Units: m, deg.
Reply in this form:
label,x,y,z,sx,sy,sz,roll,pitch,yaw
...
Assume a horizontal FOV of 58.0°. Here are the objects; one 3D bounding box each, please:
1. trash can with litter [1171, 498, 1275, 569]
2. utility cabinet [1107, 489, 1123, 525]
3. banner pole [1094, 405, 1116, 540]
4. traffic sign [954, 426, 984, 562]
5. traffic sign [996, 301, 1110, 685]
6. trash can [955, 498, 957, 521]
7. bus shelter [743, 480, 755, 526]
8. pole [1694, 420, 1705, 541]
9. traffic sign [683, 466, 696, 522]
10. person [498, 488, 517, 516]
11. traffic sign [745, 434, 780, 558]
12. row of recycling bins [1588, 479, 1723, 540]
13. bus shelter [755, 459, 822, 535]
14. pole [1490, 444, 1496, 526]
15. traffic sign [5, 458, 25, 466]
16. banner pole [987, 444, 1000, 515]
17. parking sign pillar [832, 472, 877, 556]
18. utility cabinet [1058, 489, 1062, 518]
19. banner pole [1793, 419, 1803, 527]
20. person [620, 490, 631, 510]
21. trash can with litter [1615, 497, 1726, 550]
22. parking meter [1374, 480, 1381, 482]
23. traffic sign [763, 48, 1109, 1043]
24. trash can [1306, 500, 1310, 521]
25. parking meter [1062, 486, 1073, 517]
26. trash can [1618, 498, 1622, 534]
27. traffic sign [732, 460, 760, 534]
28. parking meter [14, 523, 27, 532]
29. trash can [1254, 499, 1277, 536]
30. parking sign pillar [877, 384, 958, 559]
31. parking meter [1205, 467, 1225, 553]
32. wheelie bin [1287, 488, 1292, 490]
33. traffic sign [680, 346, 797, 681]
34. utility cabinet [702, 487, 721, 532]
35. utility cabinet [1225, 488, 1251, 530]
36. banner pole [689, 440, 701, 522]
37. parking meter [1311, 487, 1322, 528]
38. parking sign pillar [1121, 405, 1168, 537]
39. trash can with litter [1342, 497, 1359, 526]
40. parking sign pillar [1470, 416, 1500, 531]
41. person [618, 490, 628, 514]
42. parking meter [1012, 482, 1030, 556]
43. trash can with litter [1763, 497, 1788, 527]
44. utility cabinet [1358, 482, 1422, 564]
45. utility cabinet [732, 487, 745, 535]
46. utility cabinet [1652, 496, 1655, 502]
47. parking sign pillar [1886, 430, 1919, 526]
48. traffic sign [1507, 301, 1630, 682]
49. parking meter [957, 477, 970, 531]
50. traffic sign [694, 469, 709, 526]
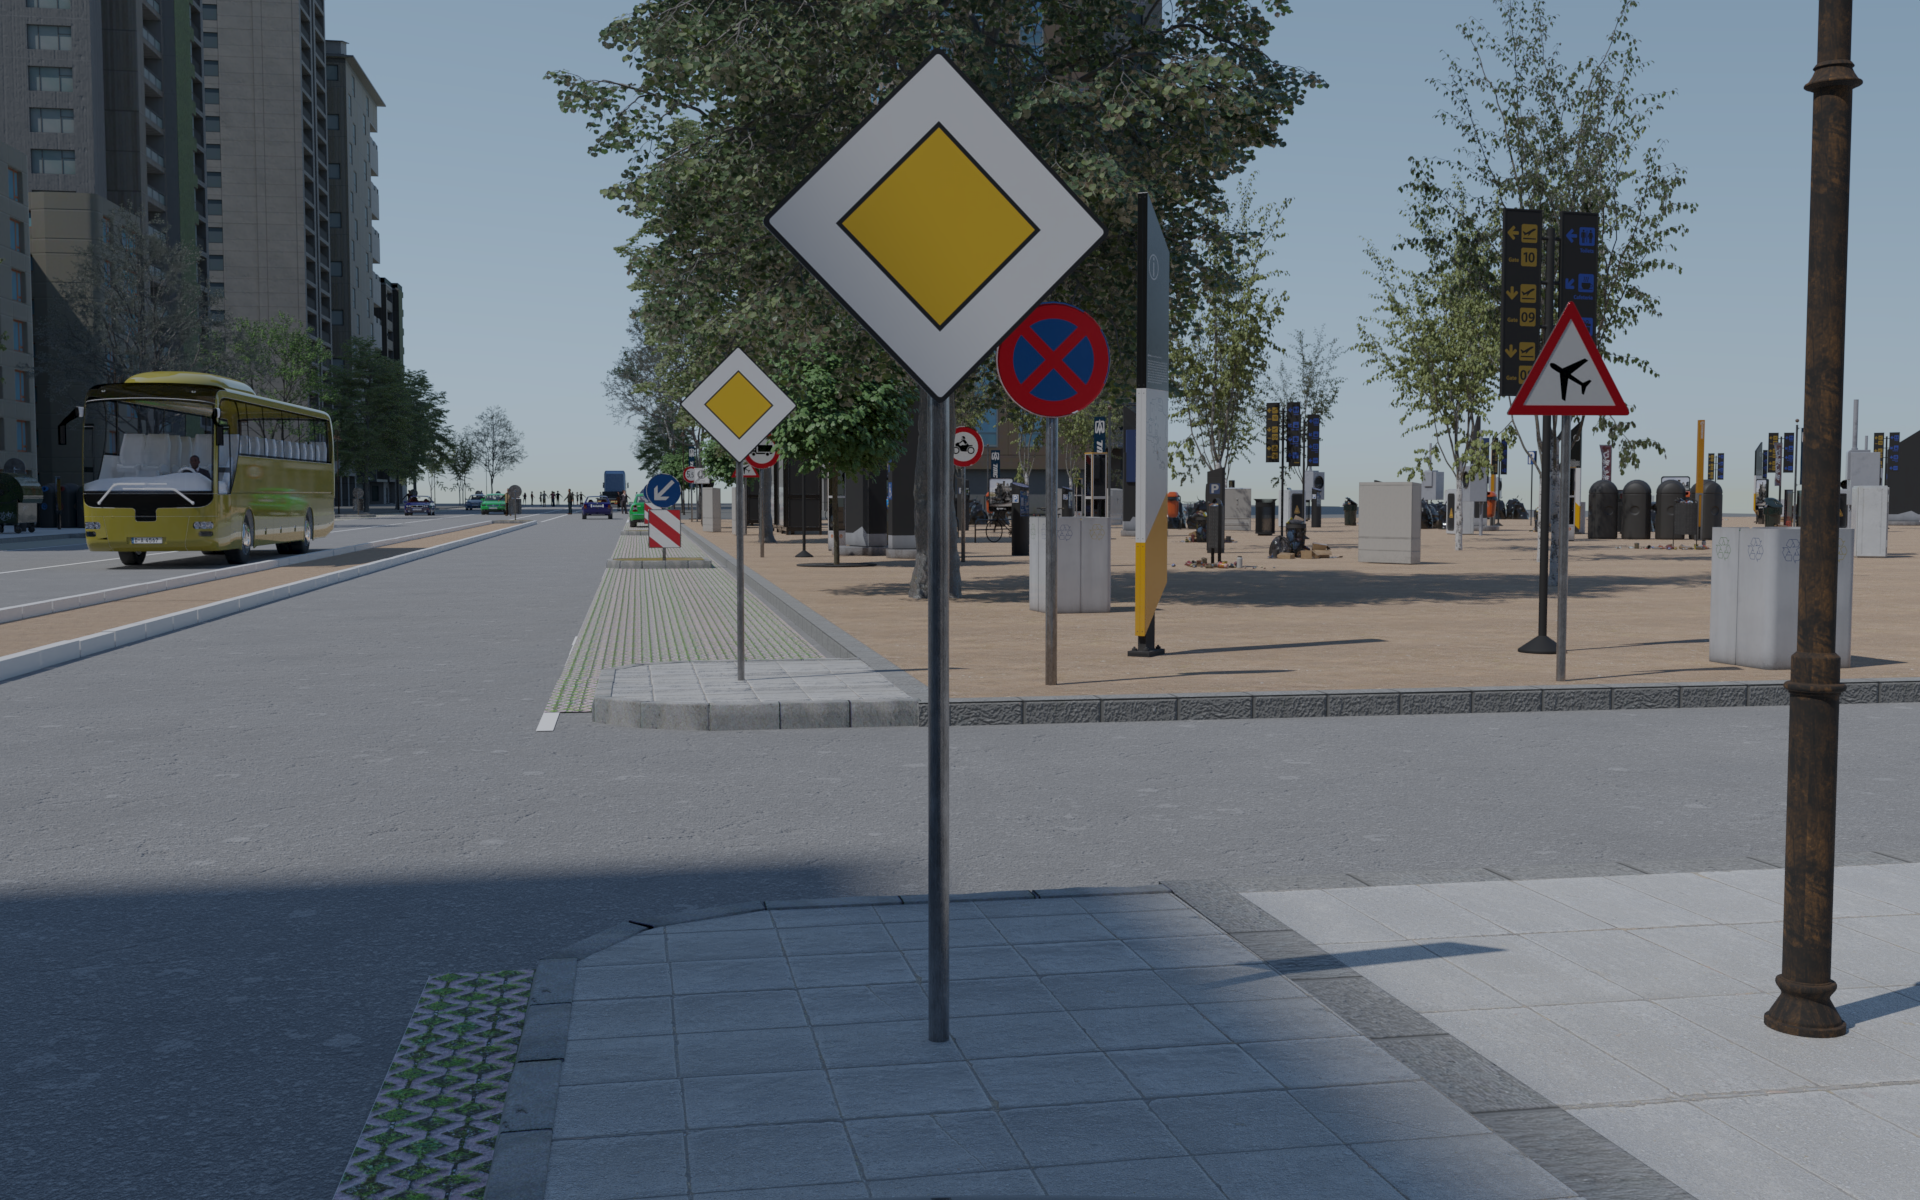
label,x,y,z,sx,sy,sz,roll,pitch,yaw
trash can with litter,4.543,-1.197,30.631,1.678,1.210,2.233,0,4,-5
utility cabinet,6.262,-3.785,70.563,0.318,1.500,1.173,2,4,30
banner pole,4.071,-3.614,49.102,0.401,3.779,0.863,-3,5,-40
traffic sign,0.061,-1.984,32.552,0.768,2.556,0.104,0,4,-4
traffic sign,0.613,-0.701,11.568,0.768,2.556,0.104,0,4,-7
trash can,-0.315,-3.440,67.893,0.748,1.137,0.748,0,3,0
bus shelter,-8.501,-5.836,73.043,2.179,5.291,8.768,-1,4,-11
pole,20.335,-3.288,47.608,0.158,3.312,0.155,0,3,0
traffic sign,-12.260,-4.833,79.127,0.768,2.556,0.104,0,4,-6
person,-29.537,-6.401,113.250,1.348,1.812,0.705,0,4,5
traffic sign,-4.000,-2.132,34.966,0.768,2.556,0.104,-1,4,-9
row of recycling bins,19.645,-2.561,48.986,3.534,1.692,1.069,1,4,18
bus shelter,-5.426,-4.930,58.234,2.179,5.291,8.768,-1,4,-11
pole,21.629,-4.673,70.250,0.158,3.312,0.155,0,3,0
traffic sign,-33.442,-3.742,61.288,0.768,2.556,0.104,0,4,-1
banner pole,1.614,-5.898,86.457,0.863,3.779,0.401,1,4,12
parking sign pillar,-1.990,-2.940,36.548,1.447,3.967,1.447,-2,4,-26
utility cabinet,3.826,-3.648,68.324,0.318,1.500,1.173,-1,4,-13
banner pole,27.922,-4.124,57.449,0.401,3.779,0.863,-2,4,-27
person,-30.244,-8.997,155.623,1.348,1.821,0.705,-2,4,-25
trash can with litter,16.512,-1.795,40.409,2.233,1.210,1.678,2,4,27
parking meter,17.411,-4.051,71.951,0.399,1.863,0.255,-1,4,-10
traffic sign,-0.053,-0.022,4.009,0.795,2.450,0.064,-1,4,-10
trash can,16.129,-4.262,81.330,0.748,1.137,0.748,0,3,0
parking meter,3.512,-2.950,56.652,0.372,1.533,0.369,0,3,0
trash can,21.486,-2.696,55.739,0.748,1.137,0.748,0,3,0
traffic sign,-6.812,-3.366,55.045,0.884,2.594,0.081,0,4,-6
parking meter,-32.058,-3.097,59.040,0.372,1.533,0.369,0,3,0
trash can,9.403,-2.550,53.348,0.748,1.137,0.748,0,3,0
parking sign pillar,-0.771,-2.830,34.746,1.447,3.967,1.447,-1,4,-13
parking meter,5.536,-1.949,37.582,0.399,1.863,0.255,1,4,20
wheelie bin,16.125,-4.715,85.005,0.693,1.594,0.980,2,4,25
traffic sign,-1.510,-0.503,11.861,0.795,2.450,0.064,-1,4,-10
utility cabinet,-8.364,-3.042,58.417,0.318,1.500,1.173,-2,4,-25
utility cabinet,9.590,-3.177,60.617,1.173,1.500,0.318,0,4,6
banner pole,-12.263,-5.493,79.828,0.401,3.779,0.863,-3,5,-43
parking meter,13.631,-3.536,66.227,0.372,1.533,0.369,0,3,0
parking sign pillar,5.596,-3.913,52.443,1.447,3.967,1.447,0,4,0
trash can with litter,16.015,-3.585,69.995,1.055,1.170,0.624,0,4,3
parking sign pillar,18.051,-4.390,60.242,1.447,3.967,1.447,0,4,8
person,-24.115,-7.014,123.976,0.445,1.727,0.742,3,4,38
parking meter,1.264,-1.699,36.183,0.372,1.533,0.369,0,3,0
trash can with litter,26.572,-2.742,56.221,0.624,1.170,1.055,-1,4,-9
utility cabinet,7.908,-1.418,31.863,0.318,1.500,1.173,-3,5,-40
utility cabinet,-6.911,-2.778,54.095,0.318,1.500,1.173,-1,4,-13
utility cabinet,29.631,-3.874,74.499,0.306,1.237,1.020,2,4,29
parking sign pillar,38.396,-5.014,70.453,1.447,3.967,1.447,1,4,17
traffic sign,4.118,-0.721,11.799,0.884,2.594,0.081,-1,4,-9
parking meter,0.120,-3.356,60.575,0.399,1.863,0.255,2,4,35
traffic sign,-10.232,-4.071,68.695,0.606,2.300,0.079,0,4,-5
